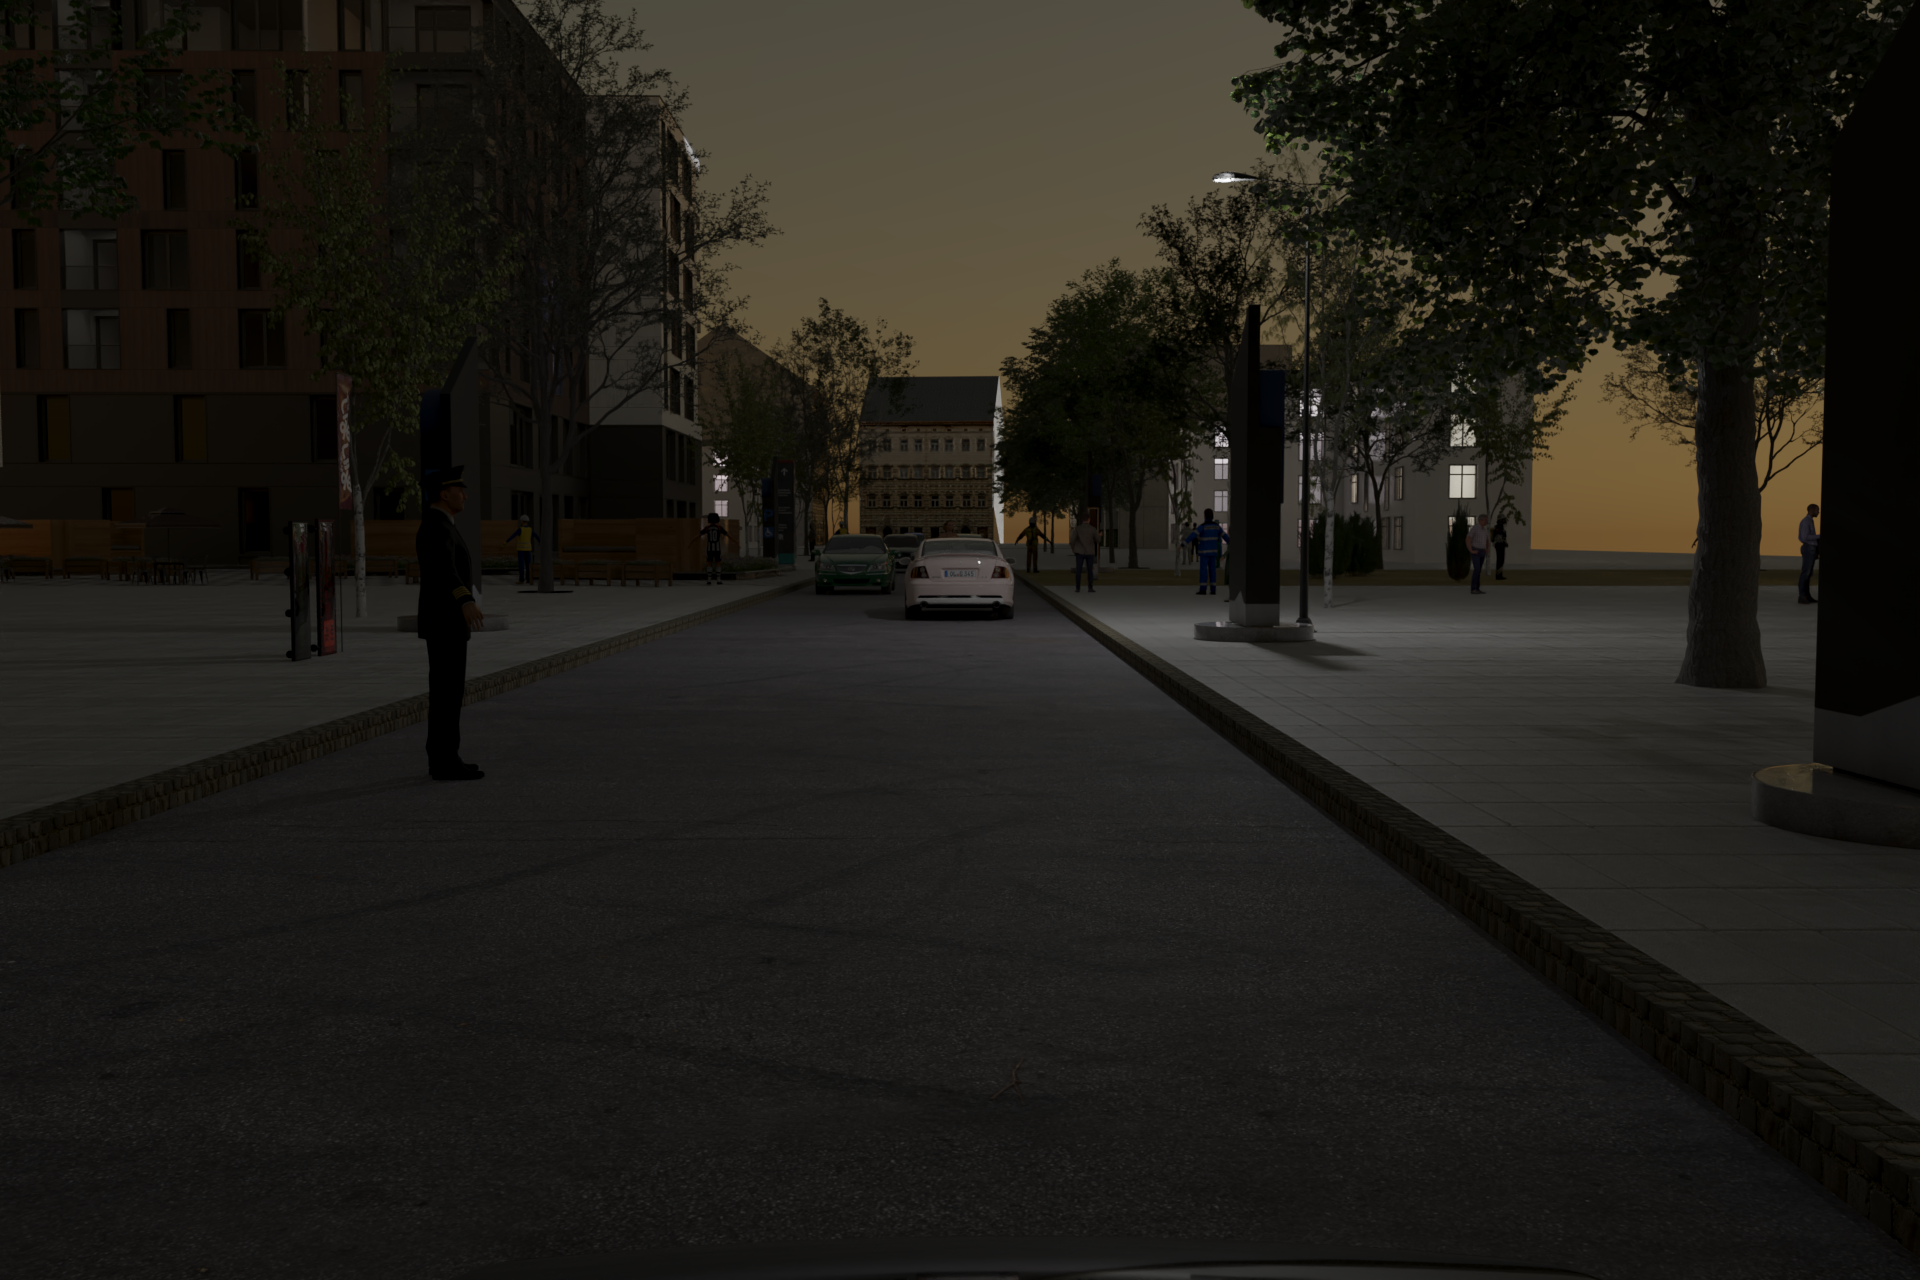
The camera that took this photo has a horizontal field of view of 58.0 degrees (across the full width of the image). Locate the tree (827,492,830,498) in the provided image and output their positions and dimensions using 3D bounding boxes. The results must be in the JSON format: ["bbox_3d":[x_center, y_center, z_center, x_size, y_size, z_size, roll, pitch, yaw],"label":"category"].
[{"bbox_3d":[-22.316,-19.798,234.061,12.009,13.543,11.850,0,3,0],"label":"tree"}]

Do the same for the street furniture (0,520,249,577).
[{"bbox_3d":[-30.432,-3.049,56.705,9.812,1.723,11.010,3,4,36],"label":"street furniture"}]

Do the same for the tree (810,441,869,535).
[{"bbox_3d":[-9.312,-10.651,124.509,4.360,8.622,3.978,0,3,0],"label":"tree"}]

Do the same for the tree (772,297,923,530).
[{"bbox_3d":[-8.959,-17.224,137.495,12.611,20.169,13.585,0,3,0],"label":"tree"}]

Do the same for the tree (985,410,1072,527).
[{"bbox_3d":[5.639,-13.484,138.591,7.486,12.596,7.792,0,3,0],"label":"tree"}]

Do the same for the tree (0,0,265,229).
[{"bbox_3d":[-8.185,-5.292,12.273,9.928,11.665,9.643,0,3,0],"label":"tree"}]

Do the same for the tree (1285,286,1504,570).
[{"bbox_3d":[15.344,-7.853,62.816,8.767,10.594,7.601,1,4,16],"label":"tree"}]

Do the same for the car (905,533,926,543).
[{"bbox_3d":[-2.705,-5.596,101.086,1.945,1.707,3.694,0,4,0],"label":"car"}]

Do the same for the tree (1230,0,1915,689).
[{"bbox_3d":[6.382,-6.580,14.232,9.857,13.997,8.962,0,3,0],"label":"tree"}]

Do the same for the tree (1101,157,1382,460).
[{"bbox_3d":[7.054,-6.591,42.180,7.601,10.594,8.767,-3,4,-36],"label":"tree"}]

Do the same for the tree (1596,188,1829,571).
[{"bbox_3d":[27.850,-9.178,60.424,12.009,13.543,11.850,0,3,0],"label":"tree"}]

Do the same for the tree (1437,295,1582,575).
[{"bbox_3d":[16.702,-6.323,53.748,4.737,8.622,4.395,0,3,0],"label":"tree"}]

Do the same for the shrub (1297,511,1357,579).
[{"bbox_3d":[10.541,-2.794,49.731,1.661,2.075,1.752,0,3,0],"label":"shrub"}]

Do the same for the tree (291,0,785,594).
[{"bbox_3d":[-8.890,-7.771,37.419,12.009,13.543,11.850,0,3,0],"label":"tree"}]

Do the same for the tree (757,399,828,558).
[{"bbox_3d":[-8.740,-8.735,93.181,4.360,8.622,3.978,0,3,0],"label":"tree"}]

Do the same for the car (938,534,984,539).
[{"bbox_3d":[0.022,-2.198,47.742,2.131,1.459,4.920,0,4,-1],"label":"car"}]

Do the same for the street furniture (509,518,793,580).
[{"bbox_3d":[-7.909,-2.746,51.752,9.812,1.723,11.010,0,4,6],"label":"street furniture"}]

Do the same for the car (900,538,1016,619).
[{"bbox_3d":[-0.032,-1.108,30.477,2.083,1.381,4.827,0,4,-1],"label":"car"}]

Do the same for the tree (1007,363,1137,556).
[{"bbox_3d":[6.747,-10.685,100.448,9.928,11.665,9.643,0,3,0],"label":"tree"}]

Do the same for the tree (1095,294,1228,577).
[{"bbox_3d":[6.370,-6.216,52.001,4.737,8.622,4.395,0,3,0],"label":"tree"}]

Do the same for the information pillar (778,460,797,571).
[{"bbox_3d":[-6.137,-4.379,60.976,0.750,3.857,0.750,0,4,-1],"label":"information pillar"}]

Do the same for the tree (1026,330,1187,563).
[{"bbox_3d":[6.385,-8.655,75.921,7.601,10.594,8.767,-1,4,-22],"label":"tree"}]

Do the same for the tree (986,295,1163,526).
[{"bbox_3d":[6.248,-11.163,89.172,9.857,13.997,8.962,0,3,0],"label":"tree"}]

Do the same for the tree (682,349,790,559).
[{"bbox_3d":[-8.548,-7.207,68.201,4.737,8.622,4.395,0,3,0],"label":"tree"}]

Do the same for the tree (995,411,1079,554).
[{"bbox_3d":[5.868,-10.942,113.312,8.767,10.594,7.601,2,4,32],"label":"tree"}]

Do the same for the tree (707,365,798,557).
[{"bbox_3d":[-8.639,-7.556,73.900,4.737,8.622,4.395,0,3,0],"label":"tree"}]

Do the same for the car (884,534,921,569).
[{"bbox_3d":[-2.209,-3.372,64.913,2.009,1.686,4.222,0,4,0],"label":"car"}]

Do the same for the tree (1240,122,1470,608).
[{"bbox_3d":[6.168,-4.855,29.738,4.360,8.622,3.978,0,3,0],"label":"tree"}]

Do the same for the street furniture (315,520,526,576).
[{"bbox_3d":[-18.380,-2.981,55.591,9.812,1.723,11.010,-1,4,-17],"label":"street furniture"}]

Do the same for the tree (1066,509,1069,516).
[{"bbox_3d":[17.851,-20.106,239.109,12.009,13.543,11.850,0,3,0],"label":"tree"}]

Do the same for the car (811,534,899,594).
[{"bbox_3d":[-2.539,-1.885,42.618,2.131,1.459,4.920,0,4,0],"label":"car"}]

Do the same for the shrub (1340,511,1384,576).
[{"bbox_3d":[12.055,-2.947,52.610,1.690,2.028,1.600,0,3,0],"label":"shrub"}]

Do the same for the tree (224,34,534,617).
[{"bbox_3d":[-8.995,-4.652,26.422,4.737,8.622,4.395,0,3,0],"label":"tree"}]

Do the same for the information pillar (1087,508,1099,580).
[{"bbox_3d":[3.700,-2.678,48.272,0.304,2.012,0.304,0,3,0],"label":"information pillar"}]

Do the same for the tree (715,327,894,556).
[{"bbox_3d":[-9.094,-11.730,102.161,12.009,13.543,11.850,0,3,0],"label":"tree"}]

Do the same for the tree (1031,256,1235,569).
[{"bbox_3d":[6.498,-8.453,63.967,9.928,11.665,9.643,0,3,0],"label":"tree"}]

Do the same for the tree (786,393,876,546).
[{"bbox_3d":[-9.160,-11.068,115.369,7.601,10.594,8.767,-2,4,-32],"label":"tree"}]

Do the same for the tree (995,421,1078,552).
[{"bbox_3d":[6.351,-11.662,125.081,8.767,10.594,7.601,2,4,32],"label":"tree"}]

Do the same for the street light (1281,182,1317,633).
[{"bbox_3d":[5.017,-3.048,22.375,1.470,5.913,1.316,0,4,0],"label":"street light"}]
